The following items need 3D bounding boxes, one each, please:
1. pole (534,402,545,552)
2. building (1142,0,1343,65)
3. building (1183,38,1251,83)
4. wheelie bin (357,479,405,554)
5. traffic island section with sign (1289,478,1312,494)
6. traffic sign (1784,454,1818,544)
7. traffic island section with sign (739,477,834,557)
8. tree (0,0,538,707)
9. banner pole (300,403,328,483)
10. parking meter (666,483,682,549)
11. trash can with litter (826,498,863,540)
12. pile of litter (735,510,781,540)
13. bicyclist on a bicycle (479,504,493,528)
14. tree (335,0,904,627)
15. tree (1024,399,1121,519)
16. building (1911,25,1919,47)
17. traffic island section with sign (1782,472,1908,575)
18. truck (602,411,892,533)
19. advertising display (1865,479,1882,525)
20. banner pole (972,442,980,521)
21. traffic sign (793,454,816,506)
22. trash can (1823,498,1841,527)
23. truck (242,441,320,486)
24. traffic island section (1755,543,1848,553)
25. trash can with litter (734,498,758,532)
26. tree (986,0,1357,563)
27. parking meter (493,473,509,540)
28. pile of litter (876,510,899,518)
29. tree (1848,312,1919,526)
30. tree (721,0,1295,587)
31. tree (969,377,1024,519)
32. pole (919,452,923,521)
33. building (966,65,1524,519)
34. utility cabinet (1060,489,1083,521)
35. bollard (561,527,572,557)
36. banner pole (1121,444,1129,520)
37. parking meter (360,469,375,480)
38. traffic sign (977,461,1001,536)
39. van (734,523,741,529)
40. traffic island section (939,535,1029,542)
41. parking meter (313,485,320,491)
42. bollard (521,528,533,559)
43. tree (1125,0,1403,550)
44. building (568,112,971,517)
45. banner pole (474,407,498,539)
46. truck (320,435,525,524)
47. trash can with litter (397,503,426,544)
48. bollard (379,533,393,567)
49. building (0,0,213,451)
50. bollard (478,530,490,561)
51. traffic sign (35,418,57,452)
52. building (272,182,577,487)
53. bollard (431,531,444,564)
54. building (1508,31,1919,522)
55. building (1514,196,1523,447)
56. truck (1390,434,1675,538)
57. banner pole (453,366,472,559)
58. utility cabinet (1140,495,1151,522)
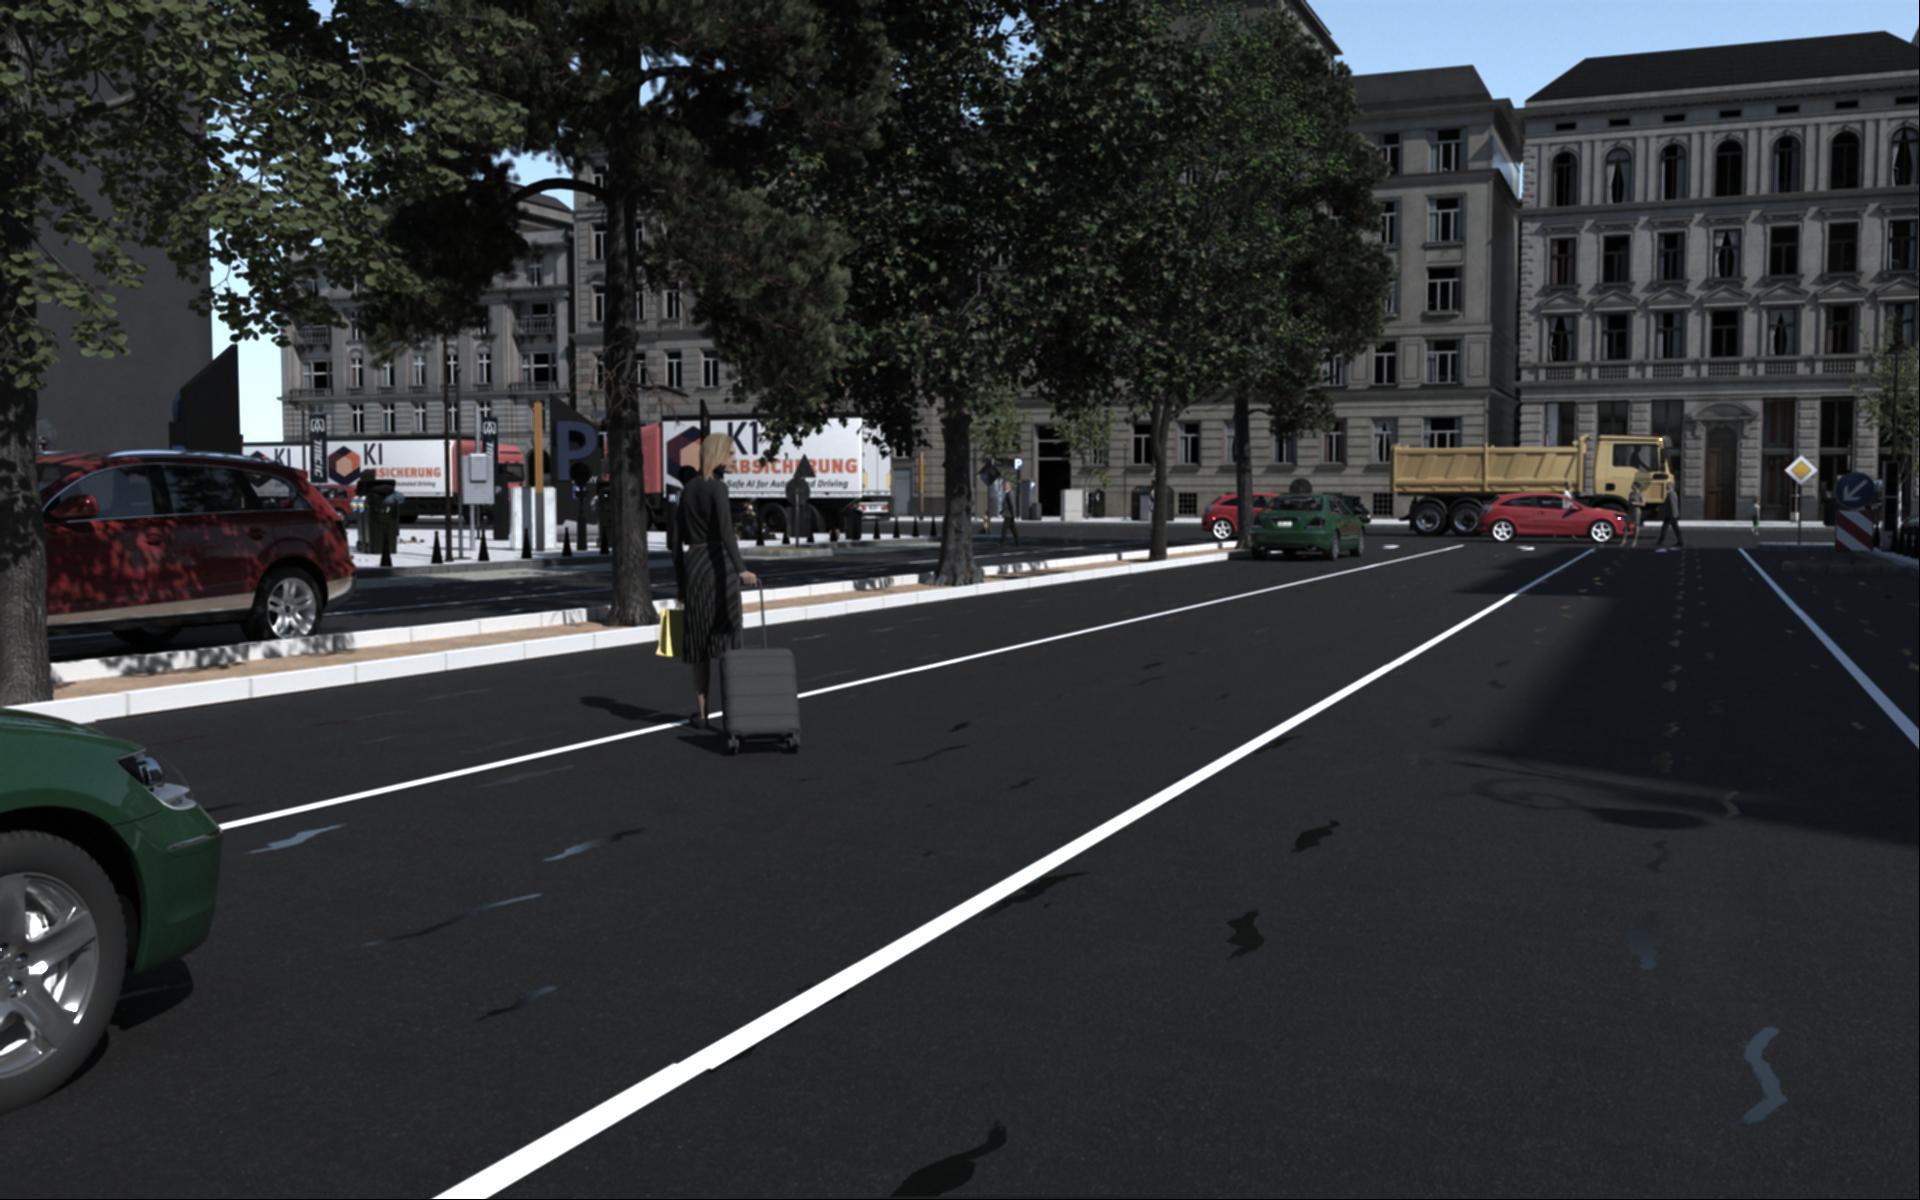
[{"bbox_3d":[-9.382,-2.738,38.614,0.158,3.312,0.155,0,3,0],"label":"pole"},{"bbox_3d":[24.034,-36.407,184.498,27.495,52.752,28.713,1,4,23],"label":"building"},{"bbox_3d":[18.272,-28.720,153.162,14.154,41.232,14.086,1,4,23],"label":"building"},{"bbox_3d":[-12.397,-1.789,37.158,0.980,1.594,0.693,-2,4,-30],"label":"wheelie bin"},{"bbox_3d":[9.564,-2.520,49.346,2.006,1.907,1.989,1,4,23],"label":"traffic island section with sign"},{"bbox_3d":[21.370,-2.472,44.053,0.795,2.450,0.064,1,4,23],"label":"traffic sign"},{"bbox_3d":[-4.035,-1.935,40.266,1.989,1.847,2.006,1,4,23],"label":"traffic island section with sign"},{"bbox_3d":[-6.327,-5.579,11.798,7.486,12.596,7.792,0,3,0],"label":"tree"},{"bbox_3d":[-17.825,-3.529,47.708,0.863,3.779,0.401,0,4,-2],"label":"banner pole"},{"bbox_3d":[-6.735,-1.981,40.804,0.372,1.533,0.369,0,3,0],"label":"parking meter"},{"bbox_3d":[-3.247,-2.288,48.797,1.055,1.170,0.624,0,4,-2],"label":"trash can with litter"},{"bbox_3d":[-5.904,-2.105,48.387,1.719,0.858,1.176,1,4,11],"label":"pile of litter"},{"bbox_3d":[-19.806,-3.881,73.478,1.625,1.676,1.499,1,4,22],"label":"bicyclist on a bicycle"},{"bbox_3d":[-3.643,-5.749,18.502,6.751,12.117,7.091,0,3,0],"label":"tree"},{"bbox_3d":[6.452,-8.460,88.681,4.737,8.622,4.395,0,3,0],"label":"tree"},{"bbox_3d":[98.052,-32.532,155.592,21.300,48.544,21.600,1,4,23],"label":"building"},{"bbox_3d":[16.294,-1.424,31.919,1.989,1.847,2.006,1,4,23],"label":"traffic island section with sign"},{"bbox_3d":[-8.025,-4.451,61.692,11.283,4.237,2.839,1,4,22],"label":"truck"},{"bbox_3d":[38.551,-4.141,72.926,0.123,1.923,0.974,-1,4,-18],"label":"advertising display"},{"bbox_3d":[0.709,-5.701,83.228,0.401,3.779,0.863,-1,4,-11],"label":"banner pole"},{"bbox_3d":[-5.038,-3.425,55.998,0.884,2.594,0.081,2,4,27],"label":"traffic sign"},{"bbox_3d":[34.321,-3.455,68.146,0.748,1.137,0.748,0,3,0],"label":"trash can"},{"bbox_3d":[-33.651,-6.358,92.869,11.283,4.237,2.839,2,4,24],"label":"truck"},{"bbox_3d":[21.395,-1.336,44.120,2.009,0.180,2.903,1,4,23],"label":"traffic island section"},{"bbox_3d":[-6.787,-2.586,53.669,1.055,1.170,0.624,1,4,20],"label":"trash can with litter"},{"bbox_3d":[4.208,-6.583,35.853,9.928,11.665,9.643,0,3,0],"label":"tree"},{"bbox_3d":[-12.747,-2.588,48.018,0.399,1.863,0.255,1,4,11],"label":"parking meter"},{"bbox_3d":[-4.029,-4.958,95.025,1.176,0.858,1.719,-2,4,-27],"label":"pile of litter"},{"bbox_3d":[37.812,-7.284,69.458,4.737,8.622,4.395,0,3,0],"label":"tree"},{"bbox_3d":[0.001,-6.571,26.899,9.611,12.733,9.660,0,3,0],"label":"tree"},{"bbox_3d":[1.945,-8.517,89.611,4.737,8.622,4.395,0,3,0],"label":"tree"},{"bbox_3d":[-1.888,-5.516,84.022,0.158,3.312,0.155,0,3,0],"label":"pole"},{"bbox_3d":[16.257,-16.244,98.871,30.059,22.955,16.112,1,4,23],"label":"building"},{"bbox_3d":[5.245,-4.454,81.503,1.173,1.500,0.318,-3,5,-40],"label":"utility cabinet"},{"bbox_3d":[-8.076,-1.195,35.580,0.229,0.601,0.229,0,3,0],"label":"bollard"},{"bbox_3d":[8.241,-5.900,86.476,0.401,3.779,0.863,0,4,4],"label":"banner pole"},{"bbox_3d":[-13.870,-2.134,40.595,0.255,1.863,0.399,0,4,-1],"label":"parking meter"},{"bbox_3d":[0.871,-2.999,52.673,0.795,2.450,0.064,1,4,23],"label":"traffic sign"},{"bbox_3d":[-9.849,-3.706,67.611,4.112,2.044,2.013,1,4,21],"label":"van"},{"bbox_3d":[0.846,-1.863,52.745,2.009,0.180,2.903,1,4,23],"label":"traffic island section"},{"bbox_3d":[-15.843,-2.076,42.348,0.372,1.533,0.369,0,3,0],"label":"parking meter"},{"bbox_3d":[-8.598,-1.120,34.351,0.229,0.601,0.229,0,3,0],"label":"bollard"},{"bbox_3d":[7.295,-8.237,44.551,7.806,13.903,7.818,0,3,0],"label":"tree"},{"bbox_3d":[-10.524,-18.974,107.491,25.104,27.353,12.463,1,4,23],"label":"building"},{"bbox_3d":[-13.588,-3.642,49.561,0.863,3.779,0.401,-3,4,-36],"label":"banner pole"},{"bbox_3d":[-25.728,-5.803,83.794,11.283,4.237,2.839,1,4,22],"label":"truck"},{"bbox_3d":[-14.698,-2.124,45.788,1.678,1.210,2.233,1,4,9],"label":"trash can with litter"},{"bbox_3d":[-10.158,-0.893,30.640,0.229,0.601,0.229,0,3,0],"label":"bollard"},{"bbox_3d":[-32.941,-15.337,44.259,24.014,27.812,14.314,1,4,23],"label":"building"},{"bbox_3d":[-9.112,-1.044,33.115,0.229,0.601,0.229,0,3,0],"label":"bollard"},{"bbox_3d":[-15.397,-1.770,29.045,0.768,2.556,0.104,2,4,31],"label":"traffic sign"},{"bbox_3d":[-32.927,-16.879,117.774,24.055,21.916,13.314,1,4,23],"label":"building"},{"bbox_3d":[-9.631,-0.969,31.880,0.229,0.601,0.229,0,3,0],"label":"bollard"},{"bbox_3d":[38.155,-15.754,86.455,19.941,23.489,11.050,1,4,23],"label":"building"},{"bbox_3d":[87.734,-36.080,244.536,28.867,44.769,22.147,1,4,23],"label":"building"},{"bbox_3d":[19.515,-3.789,57.881,9.791,3.379,3.469,1,4,22],"label":"truck"},{"bbox_3d":[-9.900,-2.706,34.265,0.401,3.779,0.863,-1,4,-15],"label":"banner pole"},{"bbox_3d":[8.724,-4.248,80.609,0.306,1.237,1.020,-1,4,-19],"label":"utility cabinet"}]
